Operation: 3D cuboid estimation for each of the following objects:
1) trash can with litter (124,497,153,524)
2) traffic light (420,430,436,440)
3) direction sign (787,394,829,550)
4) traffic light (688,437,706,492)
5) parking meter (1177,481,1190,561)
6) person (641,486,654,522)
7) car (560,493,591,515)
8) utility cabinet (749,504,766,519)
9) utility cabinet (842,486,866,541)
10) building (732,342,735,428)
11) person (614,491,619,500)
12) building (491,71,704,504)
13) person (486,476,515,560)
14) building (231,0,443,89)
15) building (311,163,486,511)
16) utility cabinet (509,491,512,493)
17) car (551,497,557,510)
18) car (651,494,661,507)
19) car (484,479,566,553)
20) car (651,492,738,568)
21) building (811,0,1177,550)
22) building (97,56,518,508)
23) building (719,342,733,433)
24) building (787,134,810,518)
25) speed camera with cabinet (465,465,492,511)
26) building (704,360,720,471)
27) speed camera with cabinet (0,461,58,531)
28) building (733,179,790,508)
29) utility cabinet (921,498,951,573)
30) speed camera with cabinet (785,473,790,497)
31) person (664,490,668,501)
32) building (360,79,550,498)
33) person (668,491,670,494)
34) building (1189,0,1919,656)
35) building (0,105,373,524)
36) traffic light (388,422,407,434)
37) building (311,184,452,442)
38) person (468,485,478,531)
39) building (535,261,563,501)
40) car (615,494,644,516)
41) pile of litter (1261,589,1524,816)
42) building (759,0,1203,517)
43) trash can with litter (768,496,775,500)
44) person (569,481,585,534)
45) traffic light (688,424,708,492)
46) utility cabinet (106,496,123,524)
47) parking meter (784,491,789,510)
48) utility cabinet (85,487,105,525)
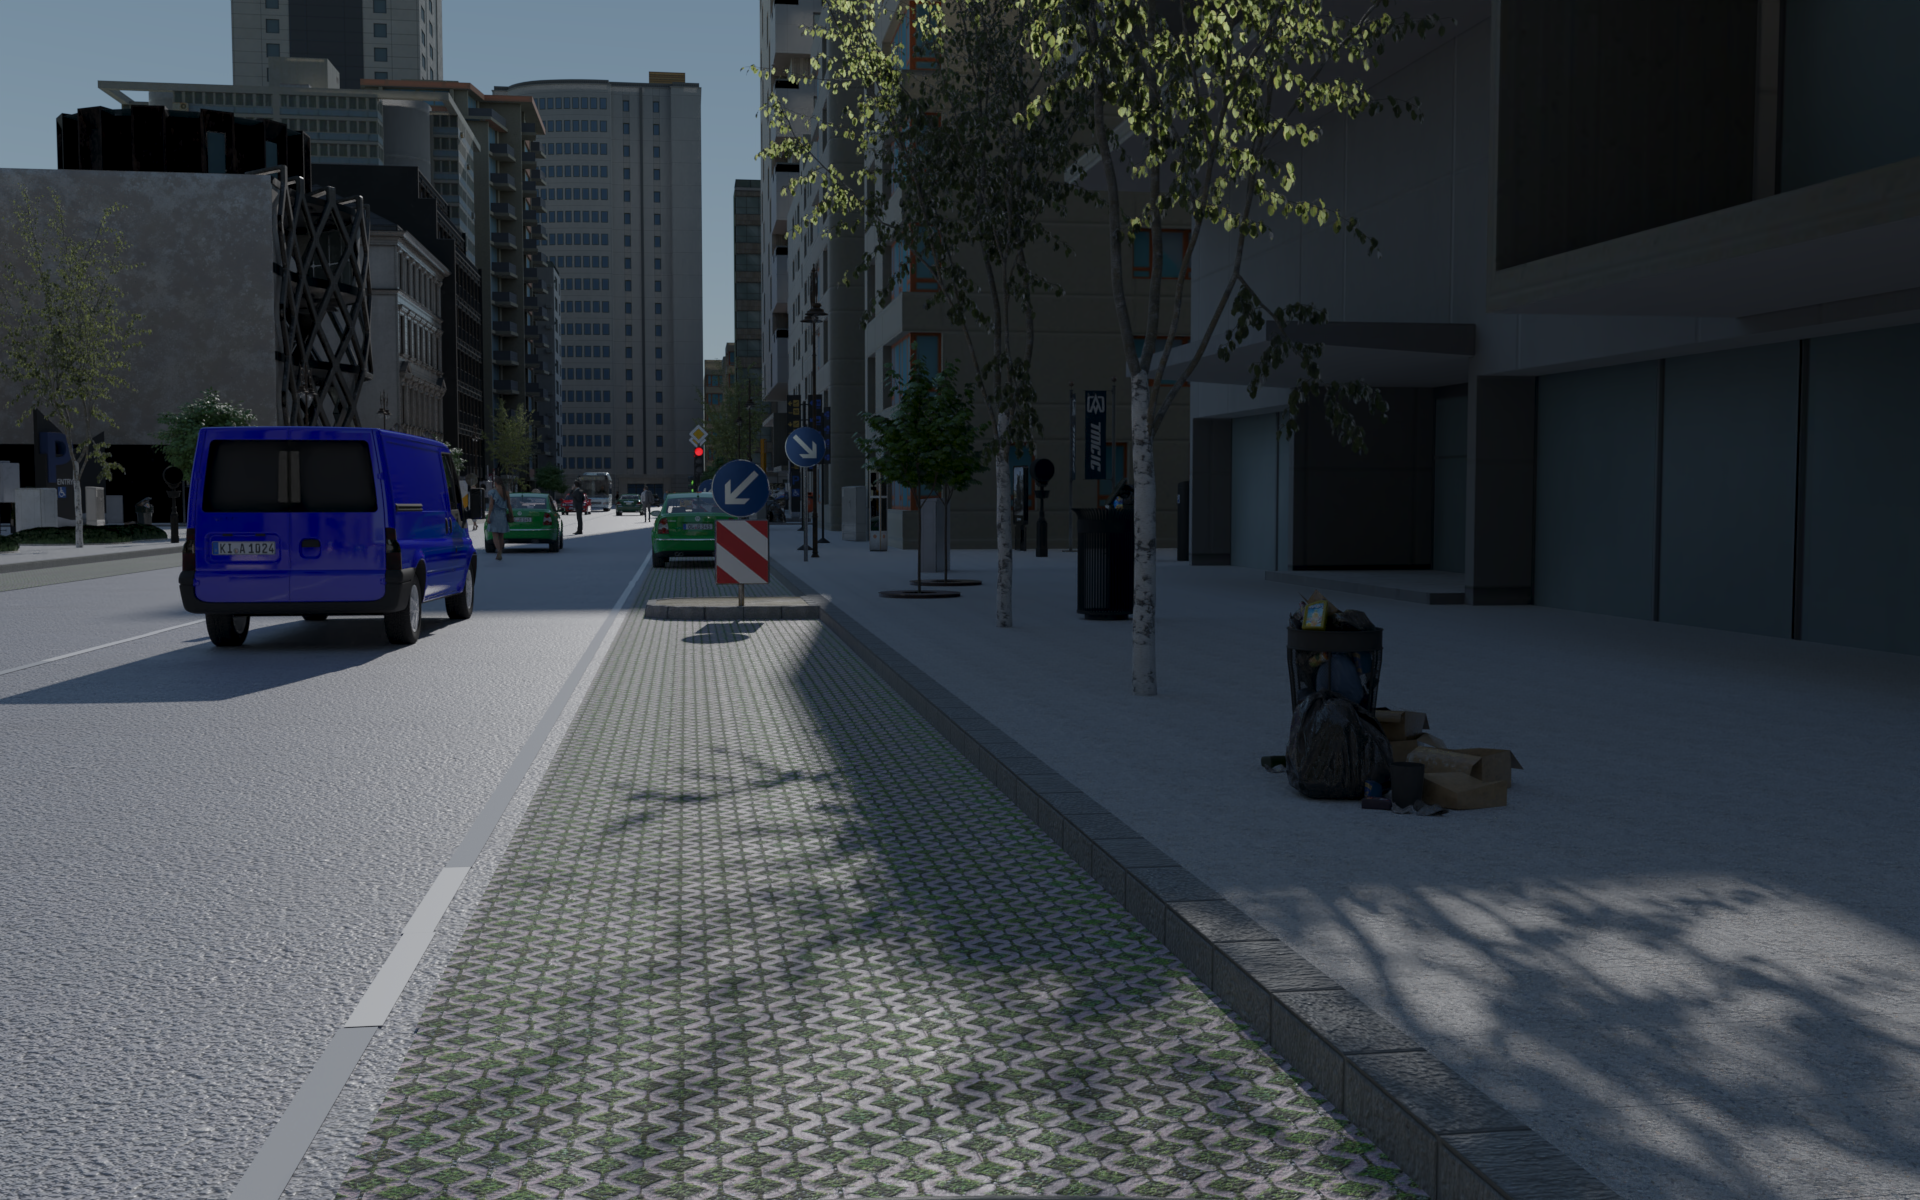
[{"bbox_3d":[-29.764,-3.135,62.647,1.055,1.170,0.624,0,4,-5],"label":"trash can with litter"},{"bbox_3d":[-23.289,-5.315,75.826,0.839,4.253,0.868,-1,4,-9],"label":"traffic light"},{"bbox_3d":[-3.541,-2.907,39.531,0.876,3.537,0.379,1,4,20],"label":"direction sign"},{"bbox_3d":[-11.772,-5.427,77.649,0.839,4.253,0.868,-1,4,-9],"label":"traffic light"},{"bbox_3d":[4.355,-1.517,33.207,0.372,1.533,0.369,0,3,0],"label":"parking meter"},{"bbox_3d":[-15.881,-4.858,88.033,0.679,1.850,0.850,-1,4,-18],"label":"person"},{"bbox_3d":[-26.482,-6.757,119.516,2.155,1.783,4.494,0,4,-7],"label":"car"},{"bbox_3d":[-7.198,-3.229,61.470,0.318,1.500,1.173,1,4,9],"label":"utility cabinet"},{"bbox_3d":[-2.914,-2.364,47.326,0.318,1.500,1.173,-1,4,-23],"label":"utility cabinet"},{"bbox_3d":[-9.629,-20.789,184.939,27.650,21.520,28.899,-1,4,-9],"label":"building"},{"bbox_3d":[-36.711,-10.754,185.144,0.721,1.723,1.217,-2,4,-33],"label":"person"},{"bbox_3d":[-50.452,-42.914,243.635,28.212,58.520,21.231,-1,4,-9],"label":"building"},{"bbox_3d":[-9.918,-1.763,37.411,0.616,1.811,0.778,-2,4,-25],"label":"person"},{"bbox_3d":[-73.271,-47.029,207.170,20.611,71.187,20.563,-1,4,-9],"label":"building"},{"bbox_3d":[-41.603,-18.050,124.796,12.332,23.373,15.834,-1,4,-9],"label":"building"},{"bbox_3d":[-34.370,-7.453,130.530,1.173,1.500,0.318,1,4,18],"label":"utility cabinet"},{"bbox_3d":[-24.874,-5.502,102.316,2.083,1.381,4.827,0,4,-8],"label":"car"},{"bbox_3d":[-33.153,-10.788,186.173,2.009,1.686,4.222,-1,4,-10],"label":"car"},{"bbox_3d":[-11.004,-2.144,43.843,1.959,1.807,4.718,-1,4,-11],"label":"car"},{"bbox_3d":[-5.277,-1.602,34.983,1.959,1.807,4.718,0,4,-8],"label":"car"},{"bbox_3d":[10.093,-12.884,55.685,27.650,21.520,28.899,-1,4,-9],"label":"building"},{"bbox_3d":[-57.785,-28.557,158.782,32.217,40.220,23.993,-1,4,-9],"label":"building"},{"bbox_3d":[-15.119,-22.557,213.840,27.650,21.520,28.899,-1,4,-9],"label":"building"},{"bbox_3d":[5.667,-15.395,96.741,28.899,21.520,27.650,-1,4,-9],"label":"building"},{"bbox_3d":[-33.287,-7.670,119.747,2.038,3.252,0.660,2,4,29],"label":"speed camera with cabinet"},{"bbox_3d":[-22.529,-24.897,252.101,28.899,21.520,27.650,-1,4,-9],"label":"building"},{"bbox_3d":[-26.264,-3.311,48.466,2.038,3.252,0.660,1,4,20],"label":"speed camera with cabinet"},{"bbox_3d":[-14.118,-23.886,162.235,14.160,30.474,14.107,-1,4,-9],"label":"building"},{"bbox_3d":[-0.415,-1.076,28.754,0.306,1.237,1.020,1,4,12],"label":"utility cabinet"},{"bbox_3d":[-14.012,-9.209,144.897,0.660,3.252,2.038,3,5,39],"label":"speed camera with cabinet"},{"bbox_3d":[-24.987,-8.443,146.889,0.444,1.785,0.601,1,4,19],"label":"person"},{"bbox_3d":[-56.089,-32.489,185.811,22.147,44.769,28.867,-1,4,-9],"label":"building"},{"bbox_3d":[-35.536,-12.452,212.537,0.568,1.767,0.683,2,4,23],"label":"person"},{"bbox_3d":[16.963,-26.300,19.237,28.713,52.752,27.495,-1,4,-9],"label":"building"},{"bbox_3d":[-37.535,-13.226,83.704,16.820,18.784,16.811,-1,4,-9],"label":"building"},{"bbox_3d":[-22.047,-4.833,67.938,0.839,4.253,0.868,-1,4,-9],"label":"traffic light"},{"bbox_3d":[-38.226,-14.868,107.714,10.561,19.102,19.286,-1,4,-9],"label":"building"},{"bbox_3d":[-19.057,-3.621,68.060,0.694,1.780,0.624,2,4,29],"label":"person"},{"bbox_3d":[-56.649,-27.080,214.453,14.107,30.474,14.160,-1,4,-9],"label":"building"},{"bbox_3d":[-22.039,-6.371,115.956,2.131,1.459,4.920,0,4,-7],"label":"car"},{"bbox_3d":[1.912,0.380,7.749,1.176,0.858,1.719,1,4,18],"label":"pile of litter"},{"bbox_3d":[-0.489,-32.828,125.973,28.713,52.752,27.495,-1,4,-9],"label":"building"},{"bbox_3d":[-10.324,-5.115,95.009,0.624,1.170,1.055,-1,4,-17],"label":"trash can with litter"},{"bbox_3d":[-13.615,-3.282,61.515,0.474,1.900,0.648,0,4,0],"label":"person"},{"bbox_3d":[-10.530,-4.944,69.760,0.839,4.253,0.868,-1,4,-9],"label":"traffic light"},{"bbox_3d":[-36.983,-3.924,75.320,1.020,1.237,0.306,-2,4,-32],"label":"utility cabinet"},{"bbox_3d":[-14.020,-8.055,140.109,0.372,1.533,0.369,0,3,0],"label":"parking meter"},{"bbox_3d":[-26.238,-2.685,52.582,0.318,1.500,1.173,-1,4,-16],"label":"utility cabinet"}]
